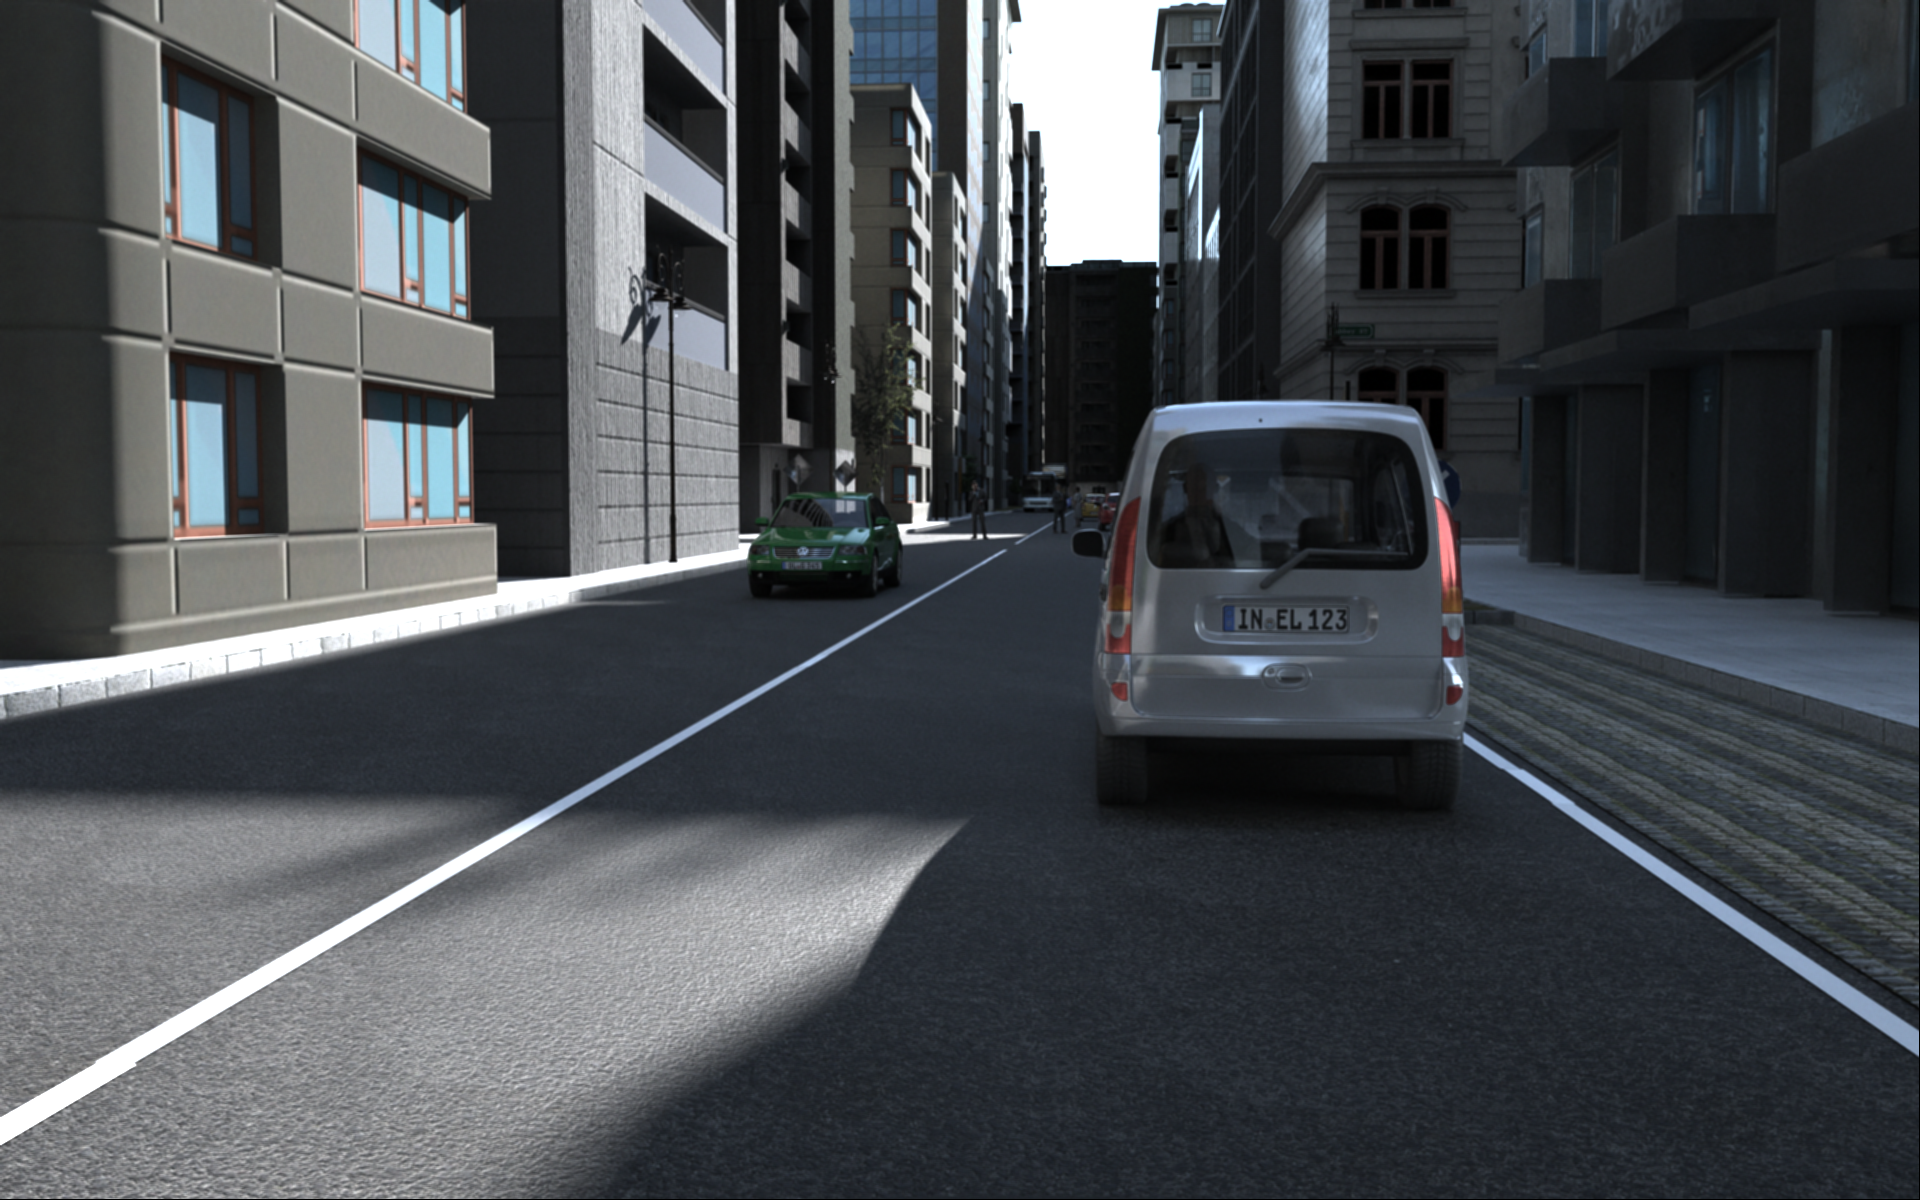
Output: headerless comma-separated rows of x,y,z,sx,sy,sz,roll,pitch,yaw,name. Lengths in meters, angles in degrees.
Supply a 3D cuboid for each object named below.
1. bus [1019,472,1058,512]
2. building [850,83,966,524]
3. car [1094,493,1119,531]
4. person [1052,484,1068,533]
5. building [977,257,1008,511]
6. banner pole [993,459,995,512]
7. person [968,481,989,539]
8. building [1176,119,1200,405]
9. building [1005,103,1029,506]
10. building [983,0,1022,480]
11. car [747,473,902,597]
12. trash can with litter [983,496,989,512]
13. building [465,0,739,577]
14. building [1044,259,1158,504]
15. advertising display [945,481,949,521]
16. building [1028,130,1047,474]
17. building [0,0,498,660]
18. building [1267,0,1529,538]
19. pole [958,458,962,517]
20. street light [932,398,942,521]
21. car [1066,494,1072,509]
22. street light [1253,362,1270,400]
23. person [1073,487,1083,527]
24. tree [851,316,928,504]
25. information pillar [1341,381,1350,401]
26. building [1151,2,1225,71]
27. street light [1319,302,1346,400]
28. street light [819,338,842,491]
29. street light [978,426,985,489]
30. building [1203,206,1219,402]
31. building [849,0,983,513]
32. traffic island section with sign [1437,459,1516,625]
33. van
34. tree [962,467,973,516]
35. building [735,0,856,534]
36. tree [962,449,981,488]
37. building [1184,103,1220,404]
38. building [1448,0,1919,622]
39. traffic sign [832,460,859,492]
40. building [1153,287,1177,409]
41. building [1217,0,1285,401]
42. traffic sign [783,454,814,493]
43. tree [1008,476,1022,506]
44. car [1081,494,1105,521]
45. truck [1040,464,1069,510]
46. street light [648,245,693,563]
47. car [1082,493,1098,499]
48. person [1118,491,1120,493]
6.499,-8.878,140.021,2.948,3.499,13.247,0,4,4,bus
-14.626,-14.897,88.608,27.650,21.520,28.899,0,4,5,building
6.377,-3.629,68.375,2.155,1.783,4.494,0,4,3,car
3.690,-3.357,63.558,0.590,1.801,0.661,3,5,45,person
-10.671,-18.162,141.989,27.650,21.520,28.899,0,4,5,building
2.416,-8.096,122.389,0.401,3.779,0.863,0,4,-1,banner pole
0.596,-2.868,55.199,0.655,1.846,0.447,0,4,3,person
24.070,-22.301,136.326,14.160,30.474,14.107,0,4,5,building
0.303,-33.347,195.337,14.200,45.320,14.600,0,4,5,building
-8.858,-35.467,169.126,28.713,52.752,27.495,0,4,5,building
-1.923,-1.022,25.500,1.959,1.807,4.718,0,4,5,car
1.777,-6.962,125.212,0.624,1.170,1.055,0,4,6,trash can with litter
-19.379,-30.130,34.622,28.212,58.520,21.231,0,4,5,building
17.509,-27.173,215.987,14.107,30.474,14.160,0,4,5,building
-0.640,-4.788,83.490,0.123,1.923,0.974,0,4,-4,advertising display
0.072,-36.546,221.229,21.600,48.544,21.300,0,4,5,building
-20.895,-9.987,8.331,27.650,21.520,28.899,0,4,5,building
22.092,-16.371,55.064,23.554,28.519,14.401,0,4,5,building
0.005,-6.305,96.937,0.158,3.312,0.155,0,3,0,pole
-1.132,-6.758,83.278,0.468,5.910,1.993,0,4,5,street light
10.218,-9.963,172.490,1.945,1.707,3.694,0,4,6,car
10.528,-5.375,60.672,0.468,5.910,1.993,0,4,5,street light
5.057,-4.042,75.157,0.524,1.755,0.480,3,5,44,person
-3.442,-7.383,71.070,4.360,8.622,3.978,0,3,0,tree
7.998,-2.732,36.022,0.183,3.616,0.504,0,4,-1,information pillar
35.069,-36.444,185.096,28.713,52.752,27.495,0,4,5,building
8.977,-4.225,41.867,0.468,5.910,1.993,0,4,5,street light
-3.836,-4.816,51.522,0.468,5.910,1.993,0,4,5,street light
1.460,-8.731,115.542,0.468,5.910,1.993,0,4,5,street light
19.222,-14.766,96.176,10.420,20.320,16.860,0,4,5,building
-5.849,-28.541,116.757,14.600,45.320,14.200,0,4,5,building
5.135,-0.685,19.836,1.989,1.847,2.006,0,4,5,traffic island section with sign
1.583,-0.140,9.294,2.013,2.044,4.112,0,4,6,van
-0.053,-6.677,103.765,1.663,3.219,1.824,0,3,0,tree
-11.528,-17.543,58.535,14.160,30.474,14.107,0,4,5,building
-0.276,-7.591,107.820,4.285,4.588,4.351,0,3,0,tree
21.402,-18.138,114.576,12.078,24.808,19.932,0,4,5,building
20.011,-24.540,20.833,23.786,49.044,30.456,0,4,5,building
-3.391,-2.916,51.314,0.795,2.450,0.064,0,4,5,traffic sign
31.883,-19.130,157.820,27.650,21.520,28.899,0,4,5,building
18.979,-17.211,74.902,14.314,27.812,24.014,0,4,5,building
-4.045,-2.429,43.355,0.795,2.450,0.064,0,4,5,traffic sign
6.296,-11.799,187.517,1.663,3.219,1.824,0,3,0,tree
7.247,-5.058,92.917,2.015,1.641,3.980,0,4,4,car
8.796,-10.589,162.050,2.839,4.237,11.283,0,4,4,truck
-5.384,-3.644,32.364,0.468,5.910,1.993,0,4,5,street light
11.139,-8.236,143.699,2.155,1.783,4.494,0,4,4,car
14.485,-9.034,156.940,1.217,1.736,0.721,-2,4,-32,person
